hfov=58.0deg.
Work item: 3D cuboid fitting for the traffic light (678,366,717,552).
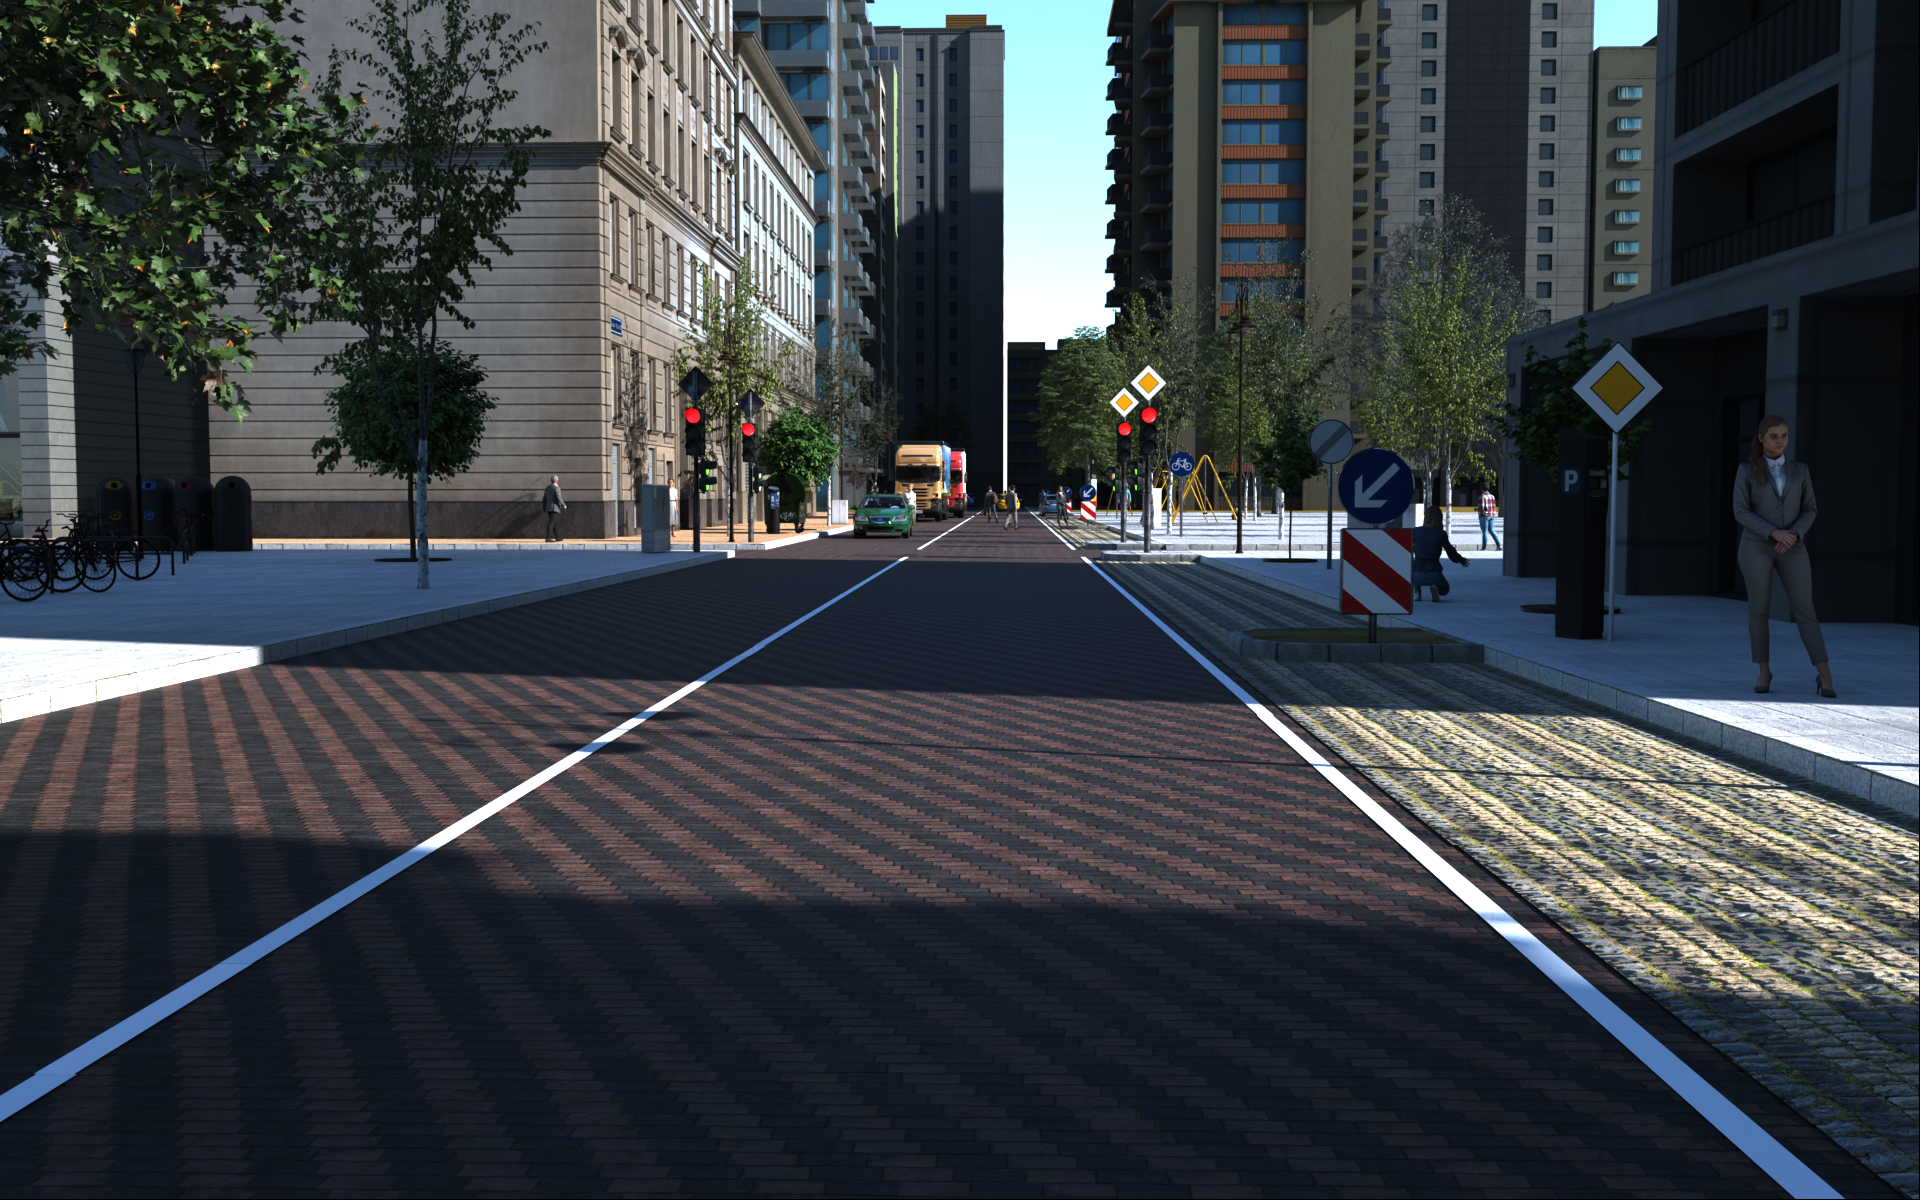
[{"bbox_3d":[-5.782,-3.004,38.035,0.839,4.253,0.868,0,4,2],"label":"traffic light"}]

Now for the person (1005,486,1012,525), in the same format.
[{"bbox_3d":[2.206,-4.348,79.863,0.573,1.790,0.520,-2,4,-29],"label":"person"}]

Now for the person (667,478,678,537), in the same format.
[{"bbox_3d":[-8.612,-2.752,51.616,0.480,1.755,0.524,-2,4,-30],"label":"person"}]

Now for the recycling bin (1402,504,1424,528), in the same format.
[{"bbox_3d":[11.644,-1.995,45.176,0.722,1.027,0.722,2,4,30],"label":"recycling bin"}]

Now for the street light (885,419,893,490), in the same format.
[{"bbox_3d":[-4.272,-8.047,104.358,0.468,5.910,1.993,0,4,2],"label":"street light"}]

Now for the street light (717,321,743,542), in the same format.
[{"bbox_3d":[-6.126,-4.495,46.277,0.468,5.910,1.993,0,4,2],"label":"street light"}]

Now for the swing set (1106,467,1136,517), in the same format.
[{"bbox_3d":[10.359,-6.308,100.758,3.119,2.851,2.862,-2,4,-27],"label":"swing set"}]

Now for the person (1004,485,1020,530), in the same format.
[{"bbox_3d":[2.045,-3.679,68.918,0.678,1.792,0.850,3,4,36],"label":"person"}]

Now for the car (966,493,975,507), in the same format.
[{"bbox_3d":[0.749,-11.317,194.626,1.945,1.707,3.694,0,4,0],"label":"car"}]

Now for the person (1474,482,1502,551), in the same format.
[{"bbox_3d":[13.030,-2.045,42.768,0.563,1.720,0.643,-2,4,-34],"label":"person"}]

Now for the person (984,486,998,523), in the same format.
[{"bbox_3d":[1.516,-4.650,84.490,0.622,1.834,0.822,-1,4,-21],"label":"person"}]

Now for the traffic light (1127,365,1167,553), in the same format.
[{"bbox_3d":[4.076,-2.987,37.766,0.839,4.253,0.868,0,4,2],"label":"traffic light"}]

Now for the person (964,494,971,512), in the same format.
[{"bbox_3d":[0.414,-7.971,138.829,0.705,1.824,1.348,3,4,38],"label":"person"}]

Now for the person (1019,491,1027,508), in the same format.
[{"bbox_3d":[6.613,-10.497,180.653,0.617,1.759,0.750,2,4,35],"label":"person"}]

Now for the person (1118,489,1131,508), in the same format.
[{"bbox_3d":[8.325,-4.982,87.365,0.638,1.841,0.748,1,4,21],"label":"person"}]

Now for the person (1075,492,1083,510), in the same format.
[{"bbox_3d":[9.894,-8.314,142.659,0.721,1.739,1.217,-3,5,-41],"label":"person"}]

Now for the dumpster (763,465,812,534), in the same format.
[{"bbox_3d":[-5.737,-3.334,57.001,1.502,2.255,1.985,0,4,2],"label":"dumpster"}]

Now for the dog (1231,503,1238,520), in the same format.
[{"bbox_3d":[13.770,-4.393,86.198,0.513,0.831,0.800,3,4,39],"label":"dog"}]

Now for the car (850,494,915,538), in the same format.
[{"bbox_3d":[-2.535,-2.793,57.462,2.131,1.459,4.920,0,3,0],"label":"car"}]

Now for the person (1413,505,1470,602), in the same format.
[{"bbox_3d":[5.561,-0.568,20.834,1.012,1.151,0.738,2,4,25],"label":"person"}]

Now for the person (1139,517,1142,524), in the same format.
[{"bbox_3d":[7.775,-4.012,72.232,0.643,1.750,0.593,0,4,-1],"label":"person"}]

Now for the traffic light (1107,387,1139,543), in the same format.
[{"bbox_3d":[4.307,-3.476,45.748,0.839,4.253,0.868,0,4,2],"label":"traffic light"}]

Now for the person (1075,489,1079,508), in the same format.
[{"bbox_3d":[10.803,-9.186,156.766,0.750,1.759,0.617,0,4,-6],"label":"person"}]

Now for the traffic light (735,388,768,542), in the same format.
[{"bbox_3d":[-5.550,-3.492,46.017,0.839,4.253,0.868,0,4,2],"label":"traffic light"}]

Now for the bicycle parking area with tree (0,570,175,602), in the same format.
[{"bbox_3d":[-15.097,-2.226,23.406,9.016,4.147,8.231,0,4,5],"label":"bicycle parking area with tree"}]

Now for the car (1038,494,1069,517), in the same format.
[{"bbox_3d":[5.984,-6.015,110.344,2.014,1.417,4.499,0,3,0],"label":"car"}]

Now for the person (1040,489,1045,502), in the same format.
[{"bbox_3d":[6.069,-7.253,127.078,0.705,1.826,1.348,-1,4,-10],"label":"person"}]

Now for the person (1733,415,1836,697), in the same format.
[{"bbox_3d":[5.277,-0.291,11.082,0.520,1.790,0.573,0,4,-8],"label":"person"}]

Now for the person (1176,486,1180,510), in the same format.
[{"bbox_3d":[15.797,-7.316,125.297,0.705,1.869,1.348,1,4,9],"label":"person"}]

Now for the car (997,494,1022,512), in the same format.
[{"bbox_3d":[3.941,-7.858,138.696,2.015,1.641,3.980,0,4,3],"label":"car"}]

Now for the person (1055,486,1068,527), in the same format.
[{"bbox_3d":[4.398,-3.992,74.043,0.573,1.790,0.520,2,4,26],"label":"person"}]

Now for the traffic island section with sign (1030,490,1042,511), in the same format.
[{"bbox_3d":[8.114,-10.215,175.635,1.989,1.847,2.006,0,4,2],"label":"traffic island section with sign"}]

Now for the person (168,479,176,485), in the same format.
[{"bbox_3d":[-19.144,-2.045,42.109,0.661,1.801,0.590,1,4,16],"label":"person"}]

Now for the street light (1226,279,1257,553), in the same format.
[{"bbox_3d":[6.050,-3.948,37.345,0.468,5.910,1.993,0,4,2],"label":"street light"}]

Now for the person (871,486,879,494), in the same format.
[{"bbox_3d":[-3.647,-3.946,73.372,0.721,1.781,0.623,-2,4,-34],"label":"person"}]

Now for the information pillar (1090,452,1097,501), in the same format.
[{"bbox_3d":[7.356,-6.374,95.566,0.183,3.616,0.504,3,5,39],"label":"information pillar"}]

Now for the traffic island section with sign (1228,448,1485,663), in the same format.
[{"bbox_3d":[3.470,-0.425,15.583,1.989,1.847,2.006,0,4,2],"label":"traffic island section with sign"}]

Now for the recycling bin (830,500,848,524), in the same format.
[{"bbox_3d":[-5.154,-3.726,73.471,0.722,1.027,0.722,-1,4,-11],"label":"recycling bin"}]

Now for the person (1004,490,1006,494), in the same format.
[{"bbox_3d":[4.676,-10.320,177.367,0.705,1.807,1.348,0,4,7],"label":"person"}]

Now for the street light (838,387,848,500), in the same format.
[{"bbox_3d":[-5.144,-6.271,75.316,0.468,5.910,1.993,0,4,2],"label":"street light"}]

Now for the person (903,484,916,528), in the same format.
[{"bbox_3d":[-1.770,-3.202,61.071,0.478,1.798,0.641,1,4,11],"label":"person"}]

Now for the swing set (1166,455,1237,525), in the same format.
[{"bbox_3d":[10.050,-4.483,70.915,2.862,2.851,3.119,1,4,9],"label":"swing set"}]

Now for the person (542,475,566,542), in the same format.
[{"bbox_3d":[-10.801,-2.435,46.251,0.661,1.777,0.834,2,4,28],"label":"person"}]

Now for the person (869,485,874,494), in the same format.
[{"bbox_3d":[-5.248,-5.927,103.132,0.721,1.800,0.419,2,4,26],"label":"person"}]

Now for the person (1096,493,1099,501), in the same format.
[{"bbox_3d":[11.486,-8.538,146.359,0.721,1.735,1.217,2,4,24],"label":"person"}]

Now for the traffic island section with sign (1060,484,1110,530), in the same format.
[{"bbox_3d":[5.075,-3.785,70.517,1.989,1.847,2.006,0,4,2],"label":"traffic island section with sign"}]

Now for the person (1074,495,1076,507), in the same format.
[{"bbox_3d":[11.768,-10.186,175.822,0.421,1.427,0.697,0,4,-3],"label":"person"}]

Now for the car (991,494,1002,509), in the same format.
[{"bbox_3d":[3.641,-9.461,164.907,2.015,1.641,3.980,0,4,0],"label":"car"}]

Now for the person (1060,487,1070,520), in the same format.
[{"bbox_3d":[5.778,-5.354,96.136,0.679,1.850,0.850,-2,4,-28],"label":"person"}]

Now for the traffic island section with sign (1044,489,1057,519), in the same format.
[{"bbox_3d":[5.878,-5.480,98.228,1.989,1.847,2.006,0,4,2],"label":"traffic island section with sign"}]

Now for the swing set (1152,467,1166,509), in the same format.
[{"bbox_3d":[9.804,-4.826,76.520,2.862,2.851,3.119,0,4,-1],"label":"swing set"}]
